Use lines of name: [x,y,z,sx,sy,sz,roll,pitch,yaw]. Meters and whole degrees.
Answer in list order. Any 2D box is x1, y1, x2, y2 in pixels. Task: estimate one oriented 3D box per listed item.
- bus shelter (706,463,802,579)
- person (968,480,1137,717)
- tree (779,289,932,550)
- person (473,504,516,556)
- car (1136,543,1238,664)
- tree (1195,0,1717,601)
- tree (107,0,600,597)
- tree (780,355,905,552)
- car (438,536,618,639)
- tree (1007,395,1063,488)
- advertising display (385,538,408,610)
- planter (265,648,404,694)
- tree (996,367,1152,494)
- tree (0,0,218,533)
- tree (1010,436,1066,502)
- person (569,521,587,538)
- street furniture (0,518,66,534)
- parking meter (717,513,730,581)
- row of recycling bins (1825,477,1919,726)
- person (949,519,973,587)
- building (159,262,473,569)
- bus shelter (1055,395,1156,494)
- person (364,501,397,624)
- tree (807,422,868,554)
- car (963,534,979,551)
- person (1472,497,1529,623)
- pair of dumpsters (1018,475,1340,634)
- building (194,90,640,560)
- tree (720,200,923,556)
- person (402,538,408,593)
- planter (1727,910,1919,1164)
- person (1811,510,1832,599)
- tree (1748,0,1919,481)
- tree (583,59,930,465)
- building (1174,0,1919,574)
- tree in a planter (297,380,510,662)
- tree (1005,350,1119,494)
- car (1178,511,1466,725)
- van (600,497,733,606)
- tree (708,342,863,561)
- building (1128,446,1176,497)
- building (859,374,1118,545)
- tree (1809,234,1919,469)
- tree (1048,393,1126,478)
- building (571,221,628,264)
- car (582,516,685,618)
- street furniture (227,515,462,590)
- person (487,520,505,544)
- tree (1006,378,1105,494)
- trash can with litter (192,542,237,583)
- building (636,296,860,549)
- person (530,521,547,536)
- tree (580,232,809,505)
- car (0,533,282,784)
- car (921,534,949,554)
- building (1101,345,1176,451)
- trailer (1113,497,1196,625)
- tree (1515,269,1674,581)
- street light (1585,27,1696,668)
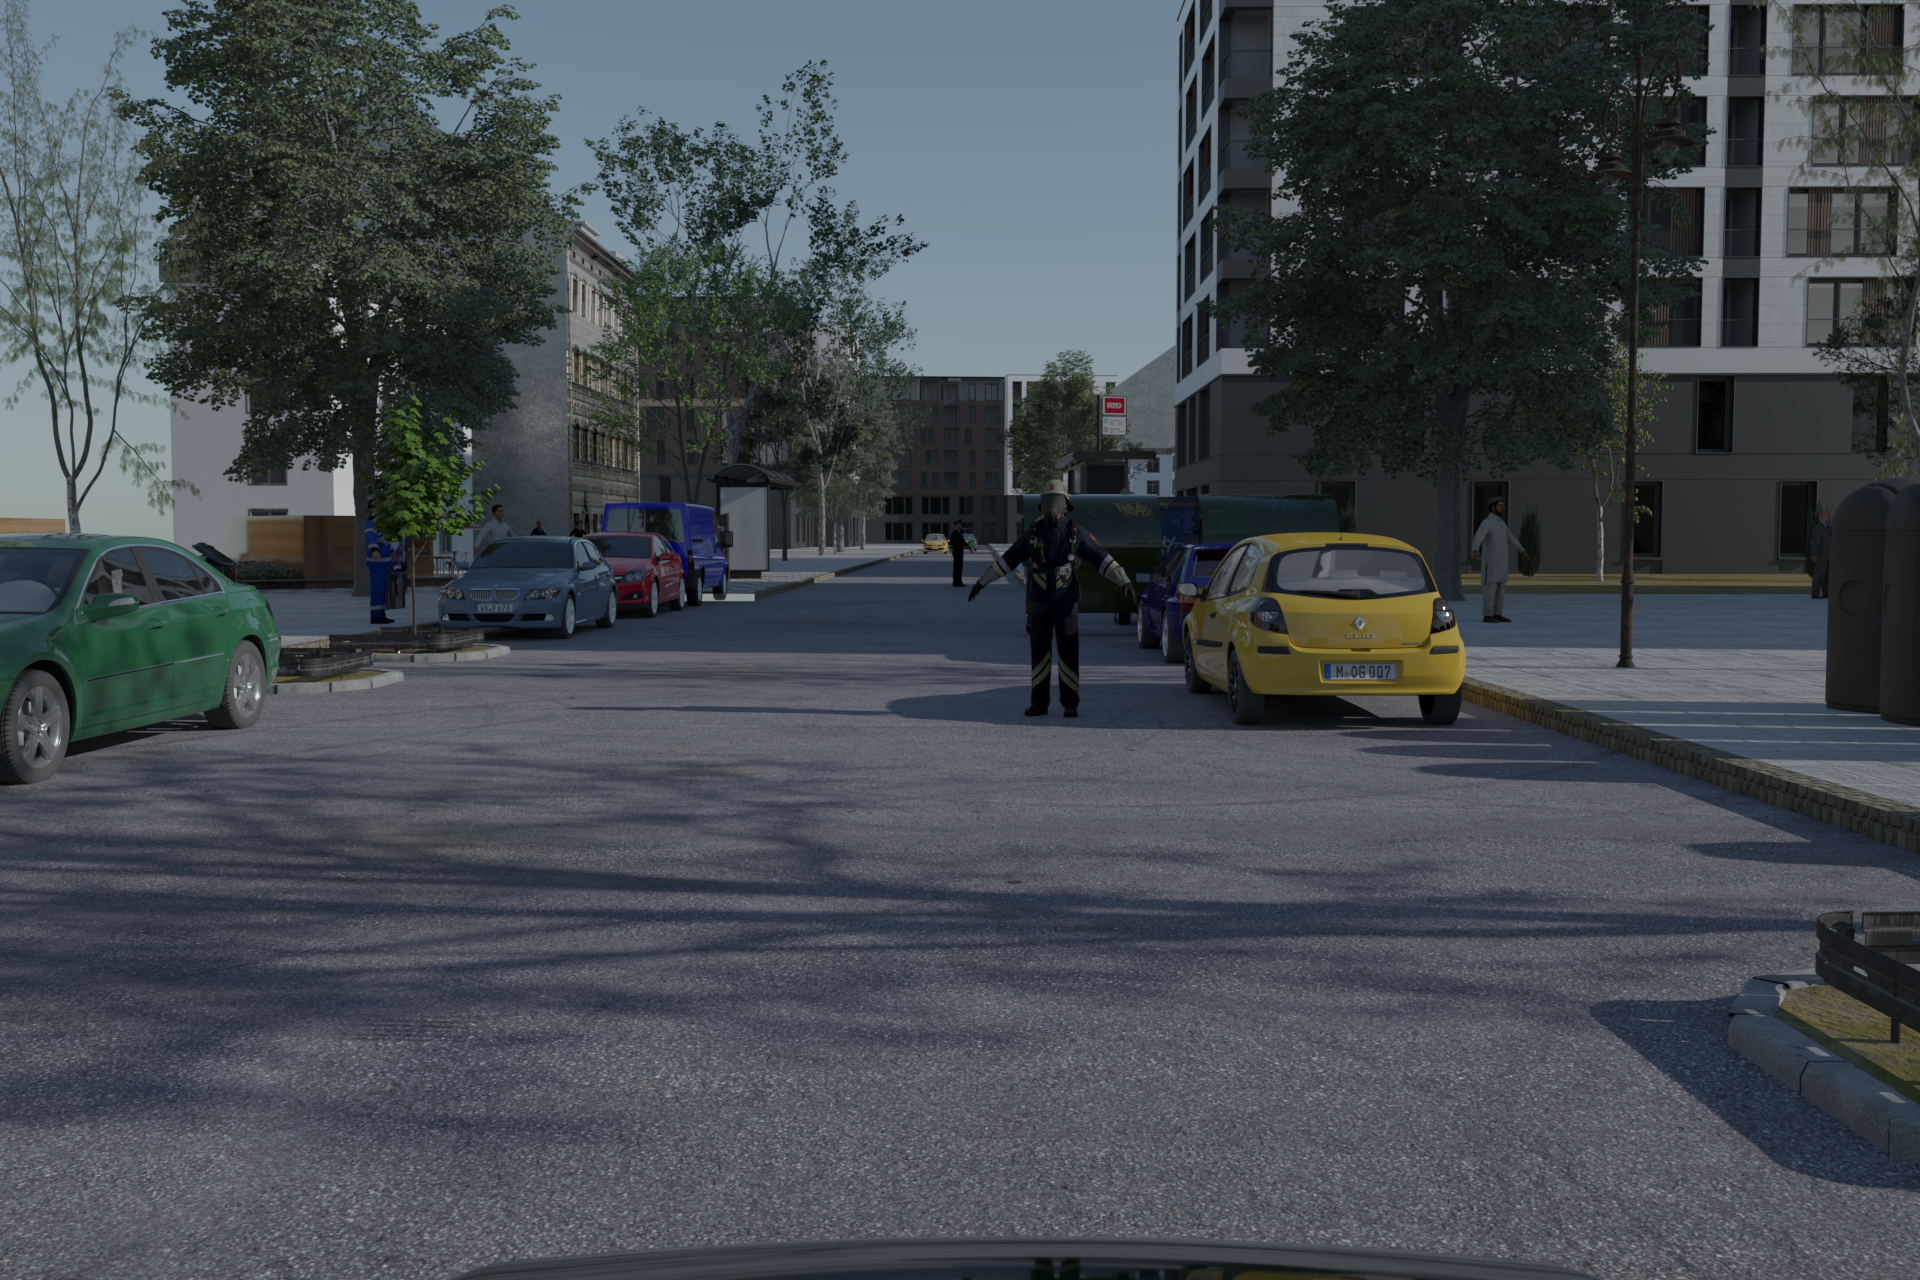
bus shelter: [-6.128,-3.562,52.159,2.014,3.302,5.546,0,4,3]
person: [0.738,-0.329,13.619,1.354,1.856,0.705,1,4,17]
tree: [-8.521,-17.180,136.780,12.611,20.169,13.585,0,3,0]
person: [-8.257,-1.524,31.069,0.704,1.810,1.344,2,4,31]
car: [3.108,-0.485,20.515,1.945,1.354,3.894,0,4,-1]
tree: [9.298,-7.731,33.060,9.857,13.997,8.962,0,3,0]
tree: [-12.194,-7.869,35.321,9.857,13.997,8.962,0,3,0]
tree: [-8.507,-13.150,121.652,9.857,13.997,8.962,0,3,0]
car: [-6.180,-0.808,25.217,2.014,1.417,4.499,0,4,1]
tree: [6.931,-12.198,125.191,9.928,11.665,9.643,0,3,0]
advertising display: [-9.688,-1.496,29.675,0.123,1.923,0.974,0,4,1]
planter: [-6.445,0.285,16.484,1.991,0.319,1.994,0,4,0]
tree: [6.451,-9.896,96.213,8.767,10.594,7.601,-1,4,-10]
tree: [-11.951,-4.463,23.335,4.360,8.622,3.978,0,3,0]
tree: [7.689,-12.606,140.526,7.601,10.594,8.767,-1,4,-13]
person: [-15.244,-3.867,69.413,0.705,1.806,1.347,3,5,42]
street furniture: [-27.149,-2.450,46.911,11.010,1.723,9.812,0,4,-7]
parking meter: [-6.555,-2.566,47.667,0.399,1.863,0.255,0,4,1]
row of recycling bins: [6.753,-0.253,11.254,1.069,1.692,3.534,0,4,1]
person: [-0.023,-2.362,47.012,0.705,1.837,1.347,2,4,26]
building: [-23.768,-7.677,67.665,9.099,9.664,28.070,0,4,1]
bus shelter: [3.815,-4.294,47.843,2.179,5.291,8.768,0,4,-1]
person: [-8.315,-1.154,24.841,0.704,1.831,1.345,-1,4,-8]
tree: [-8.203,-9.889,112.048,4.360,8.622,3.978,0,3,0]
car: [0.497,-8.077,143.860,2.131,1.459,4.920,0,4,0]
person: [7.786,-1.164,25.120,1.344,1.819,0.704,-3,5,-40]
pair of dumpsters: [3.044,-1.194,24.470,4.436,2.255,1.574,0,4,0]
building: [-28.502,-16.106,94.269,19.493,23.208,18.063,0,3,0]
tree: [-8.098,-14.940,100.153,12.611,20.169,13.585,0,3,0]
person: [-12.281,-1.965,37.990,0.705,1.847,1.347,-1,4,-13]
planter: [3.138,1.021,4.447,1.991,0.319,1.994,0,4,1]
person: [17.192,-1.699,34.368,0.990,1.755,0.434,-2,4,-33]
tree: [8.737,-4.007,15.880,4.360,8.622,3.978,0,3,0]
tree: [-7.990,-13.025,68.851,12.611,20.169,13.585,0,3,0]
building: [22.584,-13.898,71.202,27.936,21.610,32.646,0,4,1]
tree in a planter: [-6.407,-1.408,20.236,1.991,3.239,1.994,0,4,2]
tree: [6.540,-11.556,107.063,7.486,12.596,7.792,0,3,0]
car: [2.894,-0.259,14.452,2.015,1.641,3.980,0,3,0]
van: [-6.055,-1.932,35.966,2.240,2.365,5.245,0,4,1]
tree: [-8.238,-9.097,83.147,8.767,10.594,7.601,2,4,27]
building: [21.181,-13.868,168.889,9.099,9.664,28.070,0,3,0]
building: [2.559,-23.669,233.418,32.646,21.610,27.936,0,4,-5]
tree: [28.740,-6.981,48.554,8.767,10.594,7.601,1,4,13]
tree: [6.492,-8.509,89.488,4.360,8.622,3.978,0,3,0]
building: [-27.567,-15.268,106.051,16.016,20.090,11.380,0,3,0]
car: [-6.099,-1.344,31.013,2.155,1.783,4.494,0,4,1]
street furniture: [-17.123,-2.305,44.549,11.010,1.723,9.812,-3,5,-42]
person: [-17.060,-3.578,64.627,1.347,1.817,0.704,1,4,11]
tree: [6.616,-11.638,116.031,9.928,11.665,9.643,0,3,0]
trash can with litter: [-9.880,-0.742,23.514,1.055,1.170,0.624,0,4,1]
building: [-24.732,-19.653,165.294,27.936,21.610,32.646,0,4,1]
person: [-16.875,-3.871,69.512,0.704,1.802,1.346,2,4,31]
tree: [-9.073,-8.133,58.736,9.928,11.665,9.643,0,3,0]
car: [-6.178,0.022,11.441,2.131,1.459,4.920,0,4,1]
car: [-1.748,-6.969,124.169,2.015,1.641,3.980,0,4,1]
building: [25.484,-22.425,197.581,19.493,23.208,18.063,0,4,1]
trailer: [3.199,-1.305,28.390,1.471,1.999,3.904,0,4,0]
tree: [17.207,-5.887,46.610,4.737,8.622,4.395,0,3,0]
street light: [6.412,-2.674,16.506,0.468,5.910,1.993,0,4,0]
